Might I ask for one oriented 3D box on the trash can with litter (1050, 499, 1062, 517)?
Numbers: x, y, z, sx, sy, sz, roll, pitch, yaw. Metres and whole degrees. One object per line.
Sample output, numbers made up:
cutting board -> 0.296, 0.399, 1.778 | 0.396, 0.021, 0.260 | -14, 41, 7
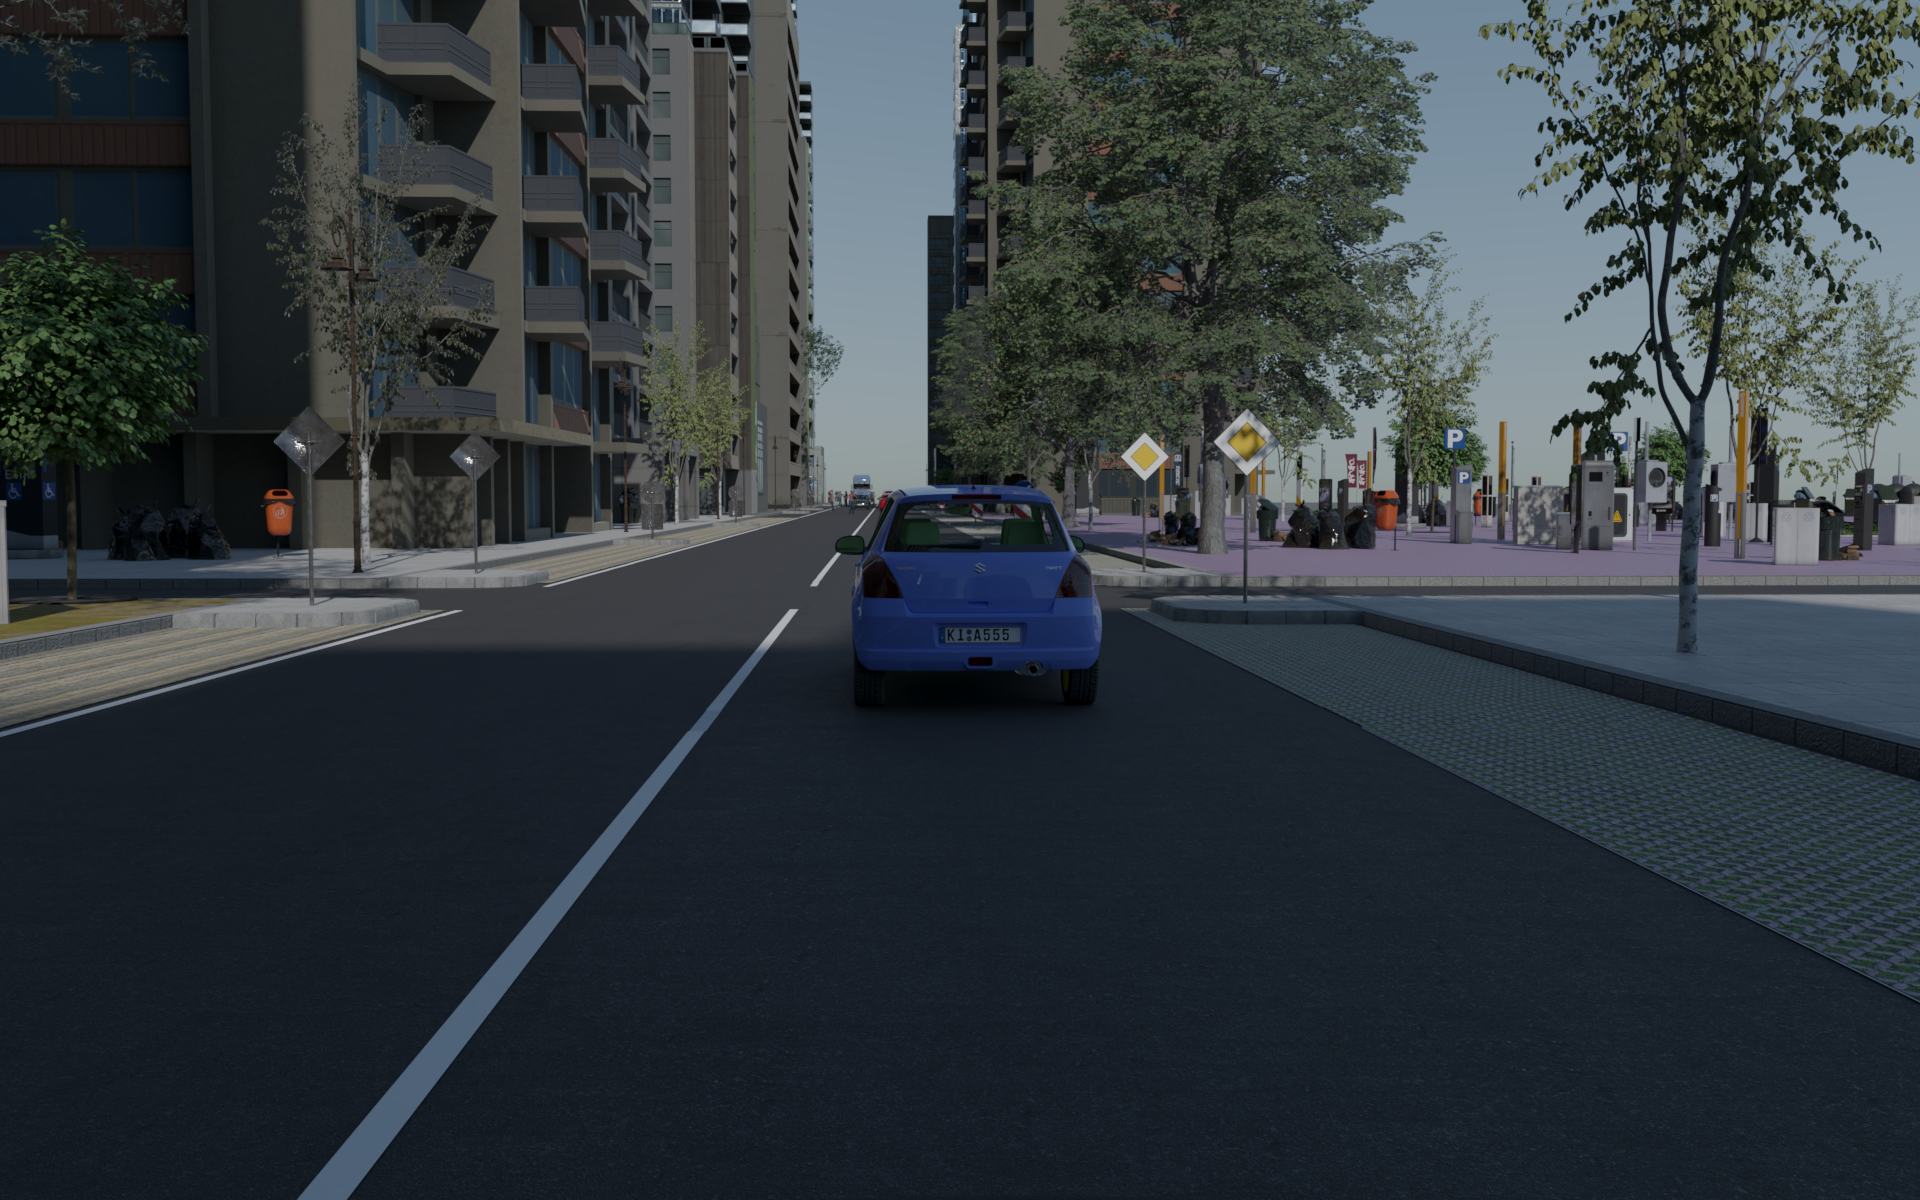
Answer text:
trash can with litter -> 4.638, -4.510, 85.118 | 1.055, 1.170, 0.624 | 1, 4, 18

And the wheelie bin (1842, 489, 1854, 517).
wheelie bin -> 50.682, -5.539, 98.476 | 0.693, 1.594, 0.980 | -3, 5, -43

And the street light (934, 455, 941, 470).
street light -> -2.419, -14.016, 201.952 | 0.468, 5.910, 1.993 | 0, 4, -2

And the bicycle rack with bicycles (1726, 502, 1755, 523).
bicycle rack with bicycles -> 34.620, -3.927, 77.582 | 2.925, 0.926, 2.852 | -2, 4, -24

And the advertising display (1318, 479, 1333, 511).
advertising display -> 15.389, -4.143, 72.945 | 0.123, 1.923, 0.974 | -1, 4, -17

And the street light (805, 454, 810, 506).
street light -> -16.542, -13.129, 187.454 | 0.468, 5.910, 1.993 | 0, 4, -2

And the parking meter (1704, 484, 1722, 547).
parking meter -> 18.412, -2.076, 42.347 | 0.372, 1.533, 0.369 | 0, 3, 0

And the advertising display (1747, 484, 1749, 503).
advertising display -> 48.419, -6.137, 105.551 | 0.974, 1.923, 0.123 | 2, 4, 31

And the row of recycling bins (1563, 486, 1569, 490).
row of recycling bins -> 32.675, -5.061, 89.868 | 1.069, 1.692, 3.534 | -2, 4, -28

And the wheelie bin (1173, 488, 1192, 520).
wheelie bin -> 11.018, -4.741, 85.420 | 0.980, 1.594, 0.693 | -1, 4, -17

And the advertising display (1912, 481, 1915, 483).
advertising display -> 46.583, -4.912, 85.527 | 0.123, 1.923, 0.974 | -3, 5, -43

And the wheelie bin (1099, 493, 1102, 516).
wheelie bin -> 8.168, -5.856, 103.660 | 0.693, 1.594, 0.980 | 0, 4, 2

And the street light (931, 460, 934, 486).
street light -> -3.653, -15.846, 231.875 | 0.468, 5.910, 1.993 | 0, 4, -2

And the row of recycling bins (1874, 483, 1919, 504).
row of recycling bins -> 36.279, -3.629, 66.445 | 1.069, 1.692, 3.534 | -1, 4, -17

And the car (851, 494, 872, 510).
car -> -9.027, -9.052, 157.779 | 2.009, 1.686, 4.222 | 0, 4, -1

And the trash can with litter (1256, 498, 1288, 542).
trash can with litter -> 8.528, -2.168, 46.838 | 0.624, 1.170, 1.055 | -3, 5, -39

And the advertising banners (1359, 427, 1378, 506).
advertising banners -> 10.898, -3.051, 46.077 | 0.090, 3.025, 2.074 | 0, 4, 6

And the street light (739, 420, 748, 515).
street light -> -13.028, -8.049, 104.383 | 0.468, 5.910, 1.993 | 0, 4, -2

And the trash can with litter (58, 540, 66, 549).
trash can with litter -> -19.668, -1.569, 37.043 | 1.055, 1.170, 0.624 | -2, 4, -32

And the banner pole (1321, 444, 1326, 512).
banner pole -> 18.021, -5.869, 85.977 | 0.401, 3.779, 0.863 | 2, 4, 27

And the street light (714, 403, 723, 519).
street light -> -12.314, -7.051, 88.071 | 0.468, 5.910, 1.993 | 0, 4, -2

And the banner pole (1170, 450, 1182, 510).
banner pole -> 11.310, -6.182, 91.091 | 0.863, 3.779, 0.401 | -1, 4, -18

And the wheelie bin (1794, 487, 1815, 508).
wheelie bin -> 35.828, -4.015, 73.550 | 0.693, 1.594, 0.980 | 3, 5, 44

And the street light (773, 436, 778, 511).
street light -> -14.340, -9.889, 134.469 | 0.468, 5.910, 1.993 | 0, 4, -2

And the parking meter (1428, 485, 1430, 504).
parking meter -> 27.017, -5.710, 99.072 | 0.399, 1.863, 0.255 | -1, 4, -16

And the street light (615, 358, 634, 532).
street light -> -11.240, -5.220, 58.141 | 0.468, 5.910, 1.993 | 0, 4, -2

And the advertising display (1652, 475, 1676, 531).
advertising display -> 24.215, -3.336, 59.762 | 0.123, 1.923, 0.974 | -2, 4, -33

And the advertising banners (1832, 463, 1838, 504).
advertising banners -> 47.244, -5.952, 93.505 | 0.090, 3.025, 2.074 | 1, 4, 21

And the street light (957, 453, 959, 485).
street light -> -0.112, -10.793, 149.245 | 0.468, 5.910, 1.993 | 0, 4, -2

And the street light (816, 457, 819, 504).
street light -> -17.924, -14.991, 217.893 | 0.468, 5.910, 1.993 | 0, 4, -2

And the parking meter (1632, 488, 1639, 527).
parking meter -> 26.315, -3.621, 67.606 | 0.372, 1.533, 0.369 | 0, 3, 0

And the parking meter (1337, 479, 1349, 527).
parking meter -> 14.540, -3.675, 65.790 | 0.255, 1.863, 0.399 | -2, 4, -33

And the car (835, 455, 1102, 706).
car -> 0.024, -0.212, 13.060 | 1.945, 1.707, 3.694 | 0, 4, -4

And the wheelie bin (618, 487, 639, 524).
wheelie bin -> -14.307, -4.101, 74.965 | 0.693, 1.594, 0.980 | 2, 4, 24

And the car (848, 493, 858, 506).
car -> -11.583, -11.261, 193.713 | 1.945, 1.707, 3.694 | 0, 4, -1

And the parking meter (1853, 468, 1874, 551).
parking meter -> 20.534, -2.058, 39.365 | 0.399, 1.863, 0.255 | -2, 4, -29

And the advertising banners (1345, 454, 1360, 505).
advertising banners -> 17.713, -4.821, 75.009 | 2.074, 3.025, 0.090 | 1, 4, 9

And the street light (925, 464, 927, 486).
street light -> -5.060, -17.724, 262.577 | 0.468, 5.910, 1.993 | 0, 4, -2

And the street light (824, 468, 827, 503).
street light -> -19.352, -16.862, 248.488 | 0.468, 5.910, 1.993 | 0, 4, -2

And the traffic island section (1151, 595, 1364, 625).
traffic island section -> 3.368, 0.118, 20.347 | 2.009, 0.180, 2.903 | 0, 4, -2

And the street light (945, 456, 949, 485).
street light -> -1.362, -12.632, 179.313 | 0.468, 5.910, 1.993 | 0, 4, -2

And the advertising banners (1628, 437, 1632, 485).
advertising banners -> 20.049, -3.426, 52.207 | 0.090, 3.025, 2.074 | 2, 4, 30

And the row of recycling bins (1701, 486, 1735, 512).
row of recycling bins -> 39.653, -5.141, 91.172 | 3.534, 1.692, 1.069 | -1, 4, -19

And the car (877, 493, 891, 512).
car -> -5.758, -8.145, 142.210 | 2.155, 1.783, 4.494 | 0, 4, -2

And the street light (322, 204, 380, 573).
street light -> -9.798, -3.377, 27.999 | 0.468, 5.910, 1.993 | 0, 4, -2

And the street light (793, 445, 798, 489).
street light -> -15.599, -11.730, 164.569 | 0.468, 5.910, 1.993 | 0, 4, -2

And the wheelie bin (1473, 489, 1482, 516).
wheelie bin -> 30.043, -5.616, 99.722 | 0.980, 1.594, 0.693 | -2, 4, -30

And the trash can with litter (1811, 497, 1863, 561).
trash can with litter -> 16.943, -1.357, 33.579 | 1.055, 1.170, 0.624 | -1, 4, -22

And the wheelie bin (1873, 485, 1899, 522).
wheelie bin -> 32.698, -3.270, 61.373 | 0.980, 1.594, 0.693 | -1, 4, -8

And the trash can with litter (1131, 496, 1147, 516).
trash can with litter -> 10.543, -5.508, 101.444 | 1.055, 1.170, 0.624 | 0, 4, -2

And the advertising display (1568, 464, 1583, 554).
advertising display -> 13.407, -1.988, 37.711 | 0.123, 1.923, 0.974 | 1, 4, 12

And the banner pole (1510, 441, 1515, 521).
banner pole -> 26.130, -5.619, 81.883 | 0.401, 3.779, 0.863 | 2, 4, 27

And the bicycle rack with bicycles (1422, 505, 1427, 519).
bicycle rack with bicycles -> 21.498, -4.235, 82.618 | 2.852, 0.926, 2.925 | -3, 5, -41
